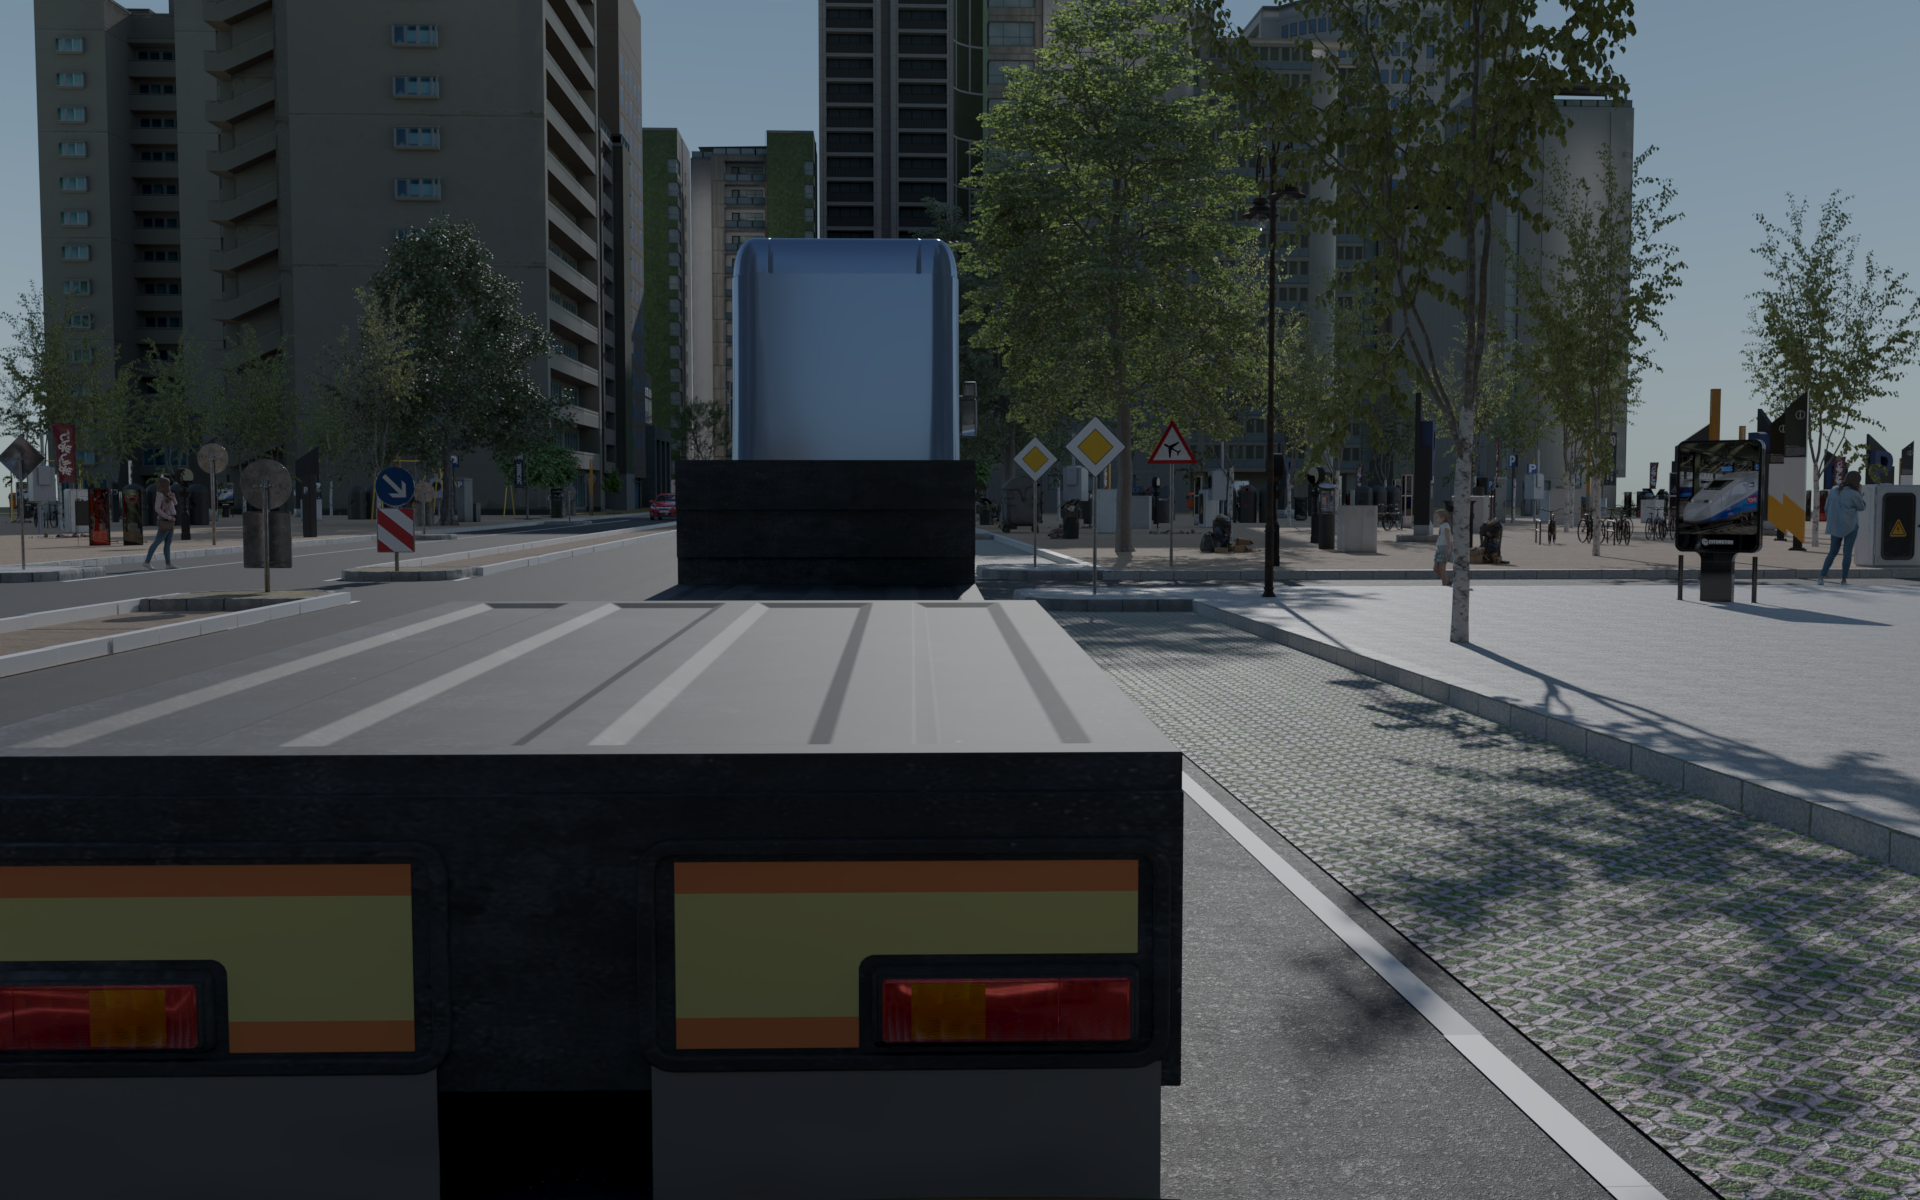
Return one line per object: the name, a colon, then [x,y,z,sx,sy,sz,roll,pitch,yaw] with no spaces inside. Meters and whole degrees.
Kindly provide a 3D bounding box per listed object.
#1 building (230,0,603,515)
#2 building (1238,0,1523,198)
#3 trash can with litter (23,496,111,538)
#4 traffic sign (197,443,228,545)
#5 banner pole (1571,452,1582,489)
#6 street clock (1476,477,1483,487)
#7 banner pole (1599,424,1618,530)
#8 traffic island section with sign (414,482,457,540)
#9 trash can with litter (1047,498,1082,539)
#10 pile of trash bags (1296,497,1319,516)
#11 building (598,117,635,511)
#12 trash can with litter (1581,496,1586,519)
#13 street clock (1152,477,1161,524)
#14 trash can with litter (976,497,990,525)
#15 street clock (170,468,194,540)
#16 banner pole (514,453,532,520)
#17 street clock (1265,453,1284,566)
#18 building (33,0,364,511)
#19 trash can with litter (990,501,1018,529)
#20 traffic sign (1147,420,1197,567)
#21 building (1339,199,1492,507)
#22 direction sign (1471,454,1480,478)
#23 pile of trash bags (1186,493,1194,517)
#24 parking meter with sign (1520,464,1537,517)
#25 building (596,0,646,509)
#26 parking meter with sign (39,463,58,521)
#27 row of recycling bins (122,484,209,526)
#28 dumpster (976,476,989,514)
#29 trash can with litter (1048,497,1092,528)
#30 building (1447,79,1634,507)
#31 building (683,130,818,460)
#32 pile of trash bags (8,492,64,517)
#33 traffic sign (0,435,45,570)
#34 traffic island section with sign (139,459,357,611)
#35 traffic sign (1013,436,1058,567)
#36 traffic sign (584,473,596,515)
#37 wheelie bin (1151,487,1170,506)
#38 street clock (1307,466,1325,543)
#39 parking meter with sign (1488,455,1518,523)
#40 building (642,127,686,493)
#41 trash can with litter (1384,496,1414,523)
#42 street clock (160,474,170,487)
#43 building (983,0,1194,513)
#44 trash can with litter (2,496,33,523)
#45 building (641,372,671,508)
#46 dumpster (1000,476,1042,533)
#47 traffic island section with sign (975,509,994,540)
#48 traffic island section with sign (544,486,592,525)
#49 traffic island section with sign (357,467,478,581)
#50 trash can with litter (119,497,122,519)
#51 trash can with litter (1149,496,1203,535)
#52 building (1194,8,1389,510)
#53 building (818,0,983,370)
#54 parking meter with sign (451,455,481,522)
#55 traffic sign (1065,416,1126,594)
building: [-36.104,-29.965,113.636,21.300,48.544,21.600,0,4,-3]
building: [47.944,-40.464,203.584,28.212,58.520,21.231,0,4,-3]
trash can with litter: [-26.394,-2.465,51.357,2.233,1.210,1.678,-2,4,-34]
traffic sign: [-18.711,-2.647,43.378,0.768,2.556,0.104,0,4,-1]
banner pole: [36.552,-6.901,102.849,0.863,3.779,0.401,0,4,-6]
street clock: [22.554,-4.335,75.446,0.358,2.002,0.471,-1,4,-18]
banner pole: [22.978,-4.380,61.637,0.863,3.779,0.401,0,4,-7]
traffic island section with sign: [-16.936,-2.803,54.460,1.989,1.847,2.006,0,4,-3]
trash can with litter: [2.951,-2.327,49.426,1.055,1.170,0.624,3,5,41]
pile of trash bags: [19.742,-5.634,101.868,3.447,1.369,1.912,-2,4,-33]
building: [-33.063,-22.079,132.695,14.160,30.474,14.107,0,4,-3]
trash can with litter: [31.847,-4.704,88.290,0.624,1.170,1.055,0,4,5]
street clock: [8.346,-4.226,73.671,0.358,2.002,0.471,2,4,27]
trash can with litter: [1.119,-3.684,71.613,0.624,1.170,1.055,2,4,34]
street clock: [-21.569,-2.669,48.201,0.358,2.002,0.471,3,4,36]
banner pole: [-21.735,-5.874,86.051,0.863,3.779,0.401,-1,4,-15]
street clock: [5.576,-1.601,30.748,0.358,2.002,0.471,0,4,-2]
building: [-71.042,-33.013,163.461,21.600,48.544,21.300,0,4,-3]
trash can with litter: [1.713,-3.155,62.967,0.624,1.170,1.055,-2,4,-27]
traffic sign: [3.732,-1.868,30.540,0.884,2.594,0.081,0,4,0]
building: [43.803,-24.560,173.251,14.107,30.474,14.160,0,4,-3]
direction sign: [28.985,-6.446,97.396,0.876,3.537,0.379,-3,5,-45]
pile of trash bags: [14.564,-5.489,99.497,3.447,1.369,1.912,-1,4,-19]
parking meter with sign: [32.688,-6.327,99.705,0.543,3.016,1.738,0,4,3]
building: [-34.636,-30.357,146.455,14.600,45.320,14.200,0,4,-3]
parking meter with sign: [-44.265,-5.370,84.062,1.738,3.016,0.543,2,4,32]
row of recycling bins: [-32.176,-3.864,70.281,1.069,1.692,3.534,2,4,35]
dumpster: [0.621,-4.962,83.620,1.502,2.255,1.985,0,4,-3]
trash can with litter: [4.390,-3.313,65.224,2.233,1.210,1.678,2,4,35]
building: [57.853,-30.035,174.660,14.086,41.232,14.154,0,4,-3]
building: [-23.246,-31.442,197.669,14.086,41.232,14.154,0,4,-3]
pile of trash bags: [-51.290,-5.257,95.700,3.447,1.369,1.912,1,4,22]
traffic sign: [-15.910,-1.574,29.372,0.795,2.450,0.064,0,4,-3]
traffic island section with sign: [-9.034,-0.850,22.036,2.006,1.907,1.989,0,4,-3]
traffic sign: [1.311,-1.628,30.264,0.795,2.450,0.064,0,4,-3]
traffic sign: [-22.381,-6.396,104.686,0.768,2.556,0.104,0,4,5]
wheelie bin: [9.426,-4.490,81.327,0.980,1.594,0.693,-1,4,-10]
street clock: [9.267,-2.479,45.099,0.358,2.002,0.471,-2,4,-27]
parking meter with sign: [23.624,-4.893,76.254,1.738,3.016,0.543,-1,4,-18]
building: [-37.978,-31.351,196.188,14.086,41.232,14.154,0,4,-3]
trash can with litter: [19.821,-4.085,77.844,2.233,1.210,1.678,1,4,22]
street clock: [-28.410,-3.511,61.971,0.358,2.002,0.471,-3,5,-41]
building: [8.518,-26.895,123.333,14.154,41.232,14.086,0,4,-3]
trash can with litter: [-41.748,-4.013,76.663,1.678,1.210,2.233,-1,4,-14]
building: [-44.389,-51.976,162.472,31.000,86.520,22.319,0,4,-3]
dumpster: [2.025,-3.143,57.147,1.264,1.857,1.865,0,4,-3]
traffic island section with sign: [0.033,-2.831,54.907,1.989,1.847,2.006,0,4,-3]
traffic island section with sign: [-18.372,-4.449,81.377,1.989,1.847,2.006,0,4,-3]
traffic island section with sign: [-9.418,-1.303,29.433,2.006,1.907,1.989,0,4,-3]
trash can with litter: [-42.770,-4.655,87.162,1.678,1.210,2.233,0,4,4]
trash can with litter: [6.987,-2.741,55.872,2.233,1.210,1.678,-1,4,-23]
building: [16.011,-27.579,142.791,32.217,40.220,23.993,0,4,-3]
building: [-5.741,-46.617,200.433,20.611,71.187,20.563,0,4,-3]
parking meter with sign: [-22.471,-5.040,78.659,0.543,3.016,1.738,1,4,20]
traffic sign: [1.735,-1.141,22.291,0.795,2.450,0.064,0,4,-3]
